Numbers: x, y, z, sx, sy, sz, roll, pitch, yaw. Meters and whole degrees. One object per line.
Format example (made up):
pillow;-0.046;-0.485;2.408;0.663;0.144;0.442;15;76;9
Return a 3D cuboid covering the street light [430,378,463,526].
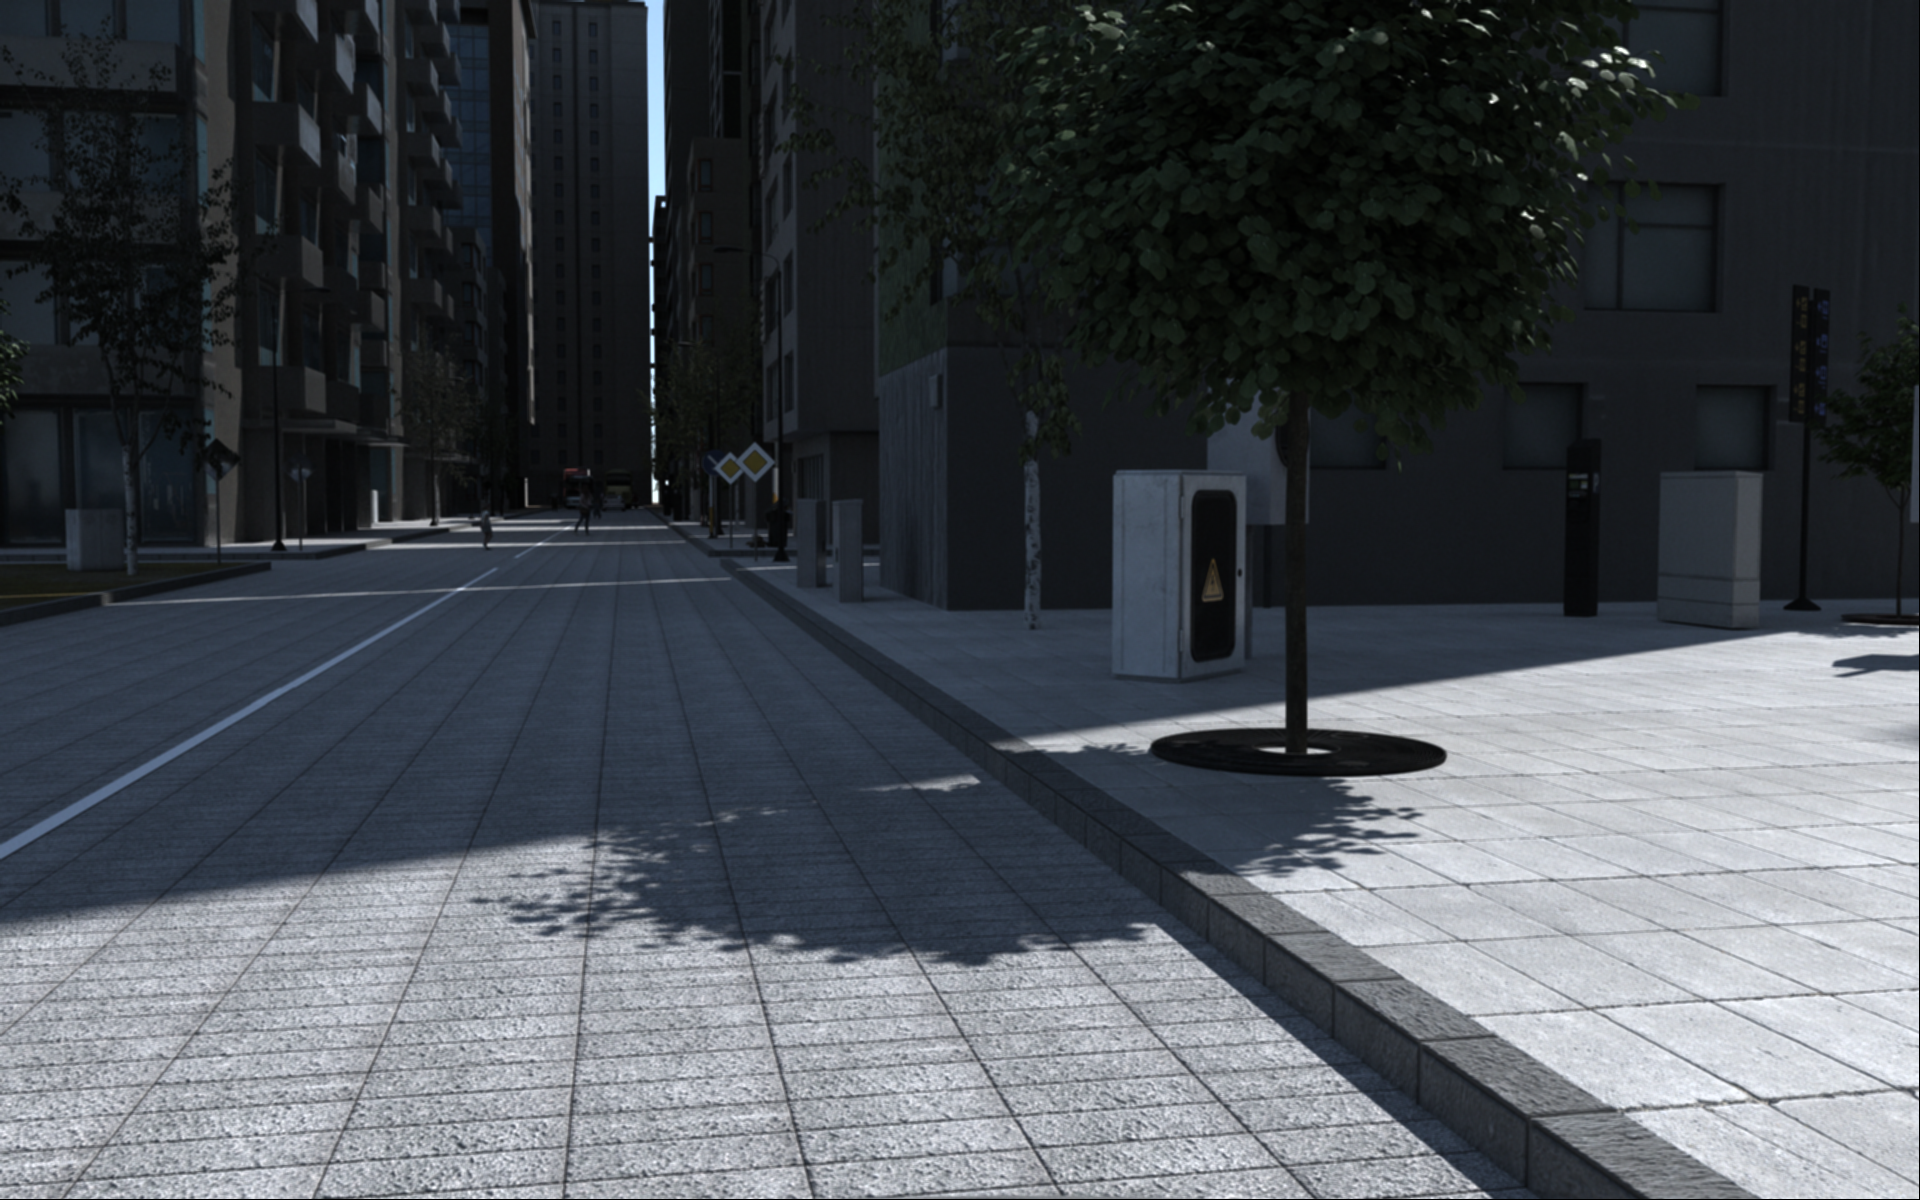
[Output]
street light;-20.531;-5.914;69.232;1.470;5.913;1.316;-1;4;-11

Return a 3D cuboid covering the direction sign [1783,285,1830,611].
direction sign;9.336;-1.657;19.093;0.876;3.537;0.379;-3;5;-41

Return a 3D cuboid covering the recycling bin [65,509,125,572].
recycling bin;-14.489;-1.006;29.009;0.722;1.027;0.722;-3;5;-42

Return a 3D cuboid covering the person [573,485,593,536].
person;-13.013;-3.100;59.782;0.643;1.750;0.593;1;4;12

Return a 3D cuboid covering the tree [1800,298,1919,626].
tree;9.300;-1.391;17.348;1.663;3.219;1.824;0;3;0

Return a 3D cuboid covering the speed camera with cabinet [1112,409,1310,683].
speed camera with cabinet;1.868;-1.116;12.578;0.660;3.252;2.038;3;4;36

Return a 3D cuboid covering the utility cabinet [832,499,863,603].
utility cabinet;-1.368;-0.598;20.940;0.306;1.237;1.020;-1;4;-9

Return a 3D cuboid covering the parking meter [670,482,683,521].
parking meter;-13.465;-4.706;82.652;0.399;1.863;0.255;2;4;29

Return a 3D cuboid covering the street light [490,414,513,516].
street light;-26.450;-7.791;99.923;1.470;5.913;1.316;-1;4;-11

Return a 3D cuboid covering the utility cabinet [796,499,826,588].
utility cabinet;-2.055;-0.792;24.116;0.306;1.237;1.020;0;4;2

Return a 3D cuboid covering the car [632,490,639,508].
car;-33.981;-10.301;177.101;2.281;1.827;5.304;-1;4;-12

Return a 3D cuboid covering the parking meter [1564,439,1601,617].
parking meter;6.519;-0.760;18.144;0.255;1.863;0.399;3;4;37

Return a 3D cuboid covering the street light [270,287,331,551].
street light;-14.796;-4.058;38.894;1.470;5.913;1.316;-1;4;-11

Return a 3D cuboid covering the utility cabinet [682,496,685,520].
utility cabinet;-14.049;-4.627;86.816;0.306;1.237;1.020;-2;4;-23

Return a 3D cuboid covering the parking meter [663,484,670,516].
parking meter;-17.255;-5.895;102.099;0.399;1.863;0.255;1;4;18

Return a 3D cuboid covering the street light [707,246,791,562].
street light;-3.931;-3.677;32.665;1.470;5.913;1.316;-1;4;-11

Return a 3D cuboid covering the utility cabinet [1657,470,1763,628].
utility cabinet;7.283;-0.499;16.836;0.318;1.500;1.173;-1;4;-12

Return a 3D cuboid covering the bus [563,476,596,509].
bus;-36.680;-10.559;167.506;2.948;3.499;13.247;-1;4;-11

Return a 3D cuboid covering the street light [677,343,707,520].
street light;-7.976;-4.942;53.344;1.470;5.913;1.316;-1;4;-11

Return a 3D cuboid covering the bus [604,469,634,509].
bus;-32.961;-10.749;167.291;2.896;3.916;12.252;-1;4;-11

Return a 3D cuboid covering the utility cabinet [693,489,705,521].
utility cabinet;-12.275;-4.470;81.766;0.318;1.500;1.173;1;4;16

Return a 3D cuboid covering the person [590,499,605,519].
person;-21.059;-5.264;100.062;1.012;1.151;0.738;-1;4;-10

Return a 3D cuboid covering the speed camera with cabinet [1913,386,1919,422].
speed camera with cabinet;8.641;-1.178;13.598;2.038;3.252;0.660;2;4;29

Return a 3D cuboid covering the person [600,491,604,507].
person;-30.845;-8.578;149.682;0.436;1.711;0.756;-1;4;-12

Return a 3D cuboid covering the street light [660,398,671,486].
street light;-13.833;-6.822;84.086;1.470;5.913;1.316;-1;4;-11

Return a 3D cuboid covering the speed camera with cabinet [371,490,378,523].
speed camera with cabinet;-26.601;-4.984;75.816;2.038;3.252;0.660;0;4;2

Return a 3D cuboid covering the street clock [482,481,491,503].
street clock;-25.330;-5.389;92.684;0.358;2.002;0.471;3;4;39

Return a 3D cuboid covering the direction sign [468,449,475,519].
direction sign;-24.888;-5.882;88.165;0.379;3.537;0.876;-1;4;-19

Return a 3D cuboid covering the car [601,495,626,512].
car;-28.676;-8.022;143.516;2.083;1.381;4.827;-1;4;-12

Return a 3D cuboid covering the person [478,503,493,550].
person;-12.185;-1.883;44.305;0.382;1.210;0.505;-3;5;-44

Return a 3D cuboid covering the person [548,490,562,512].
person;-32.760;-8.001;140.054;1.217;1.736;0.721;-2;4;-24

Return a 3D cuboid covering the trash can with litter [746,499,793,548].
trash can with litter;-4.572;-1.846;41.577;1.055;1.170;0.624;-2;4;-32
